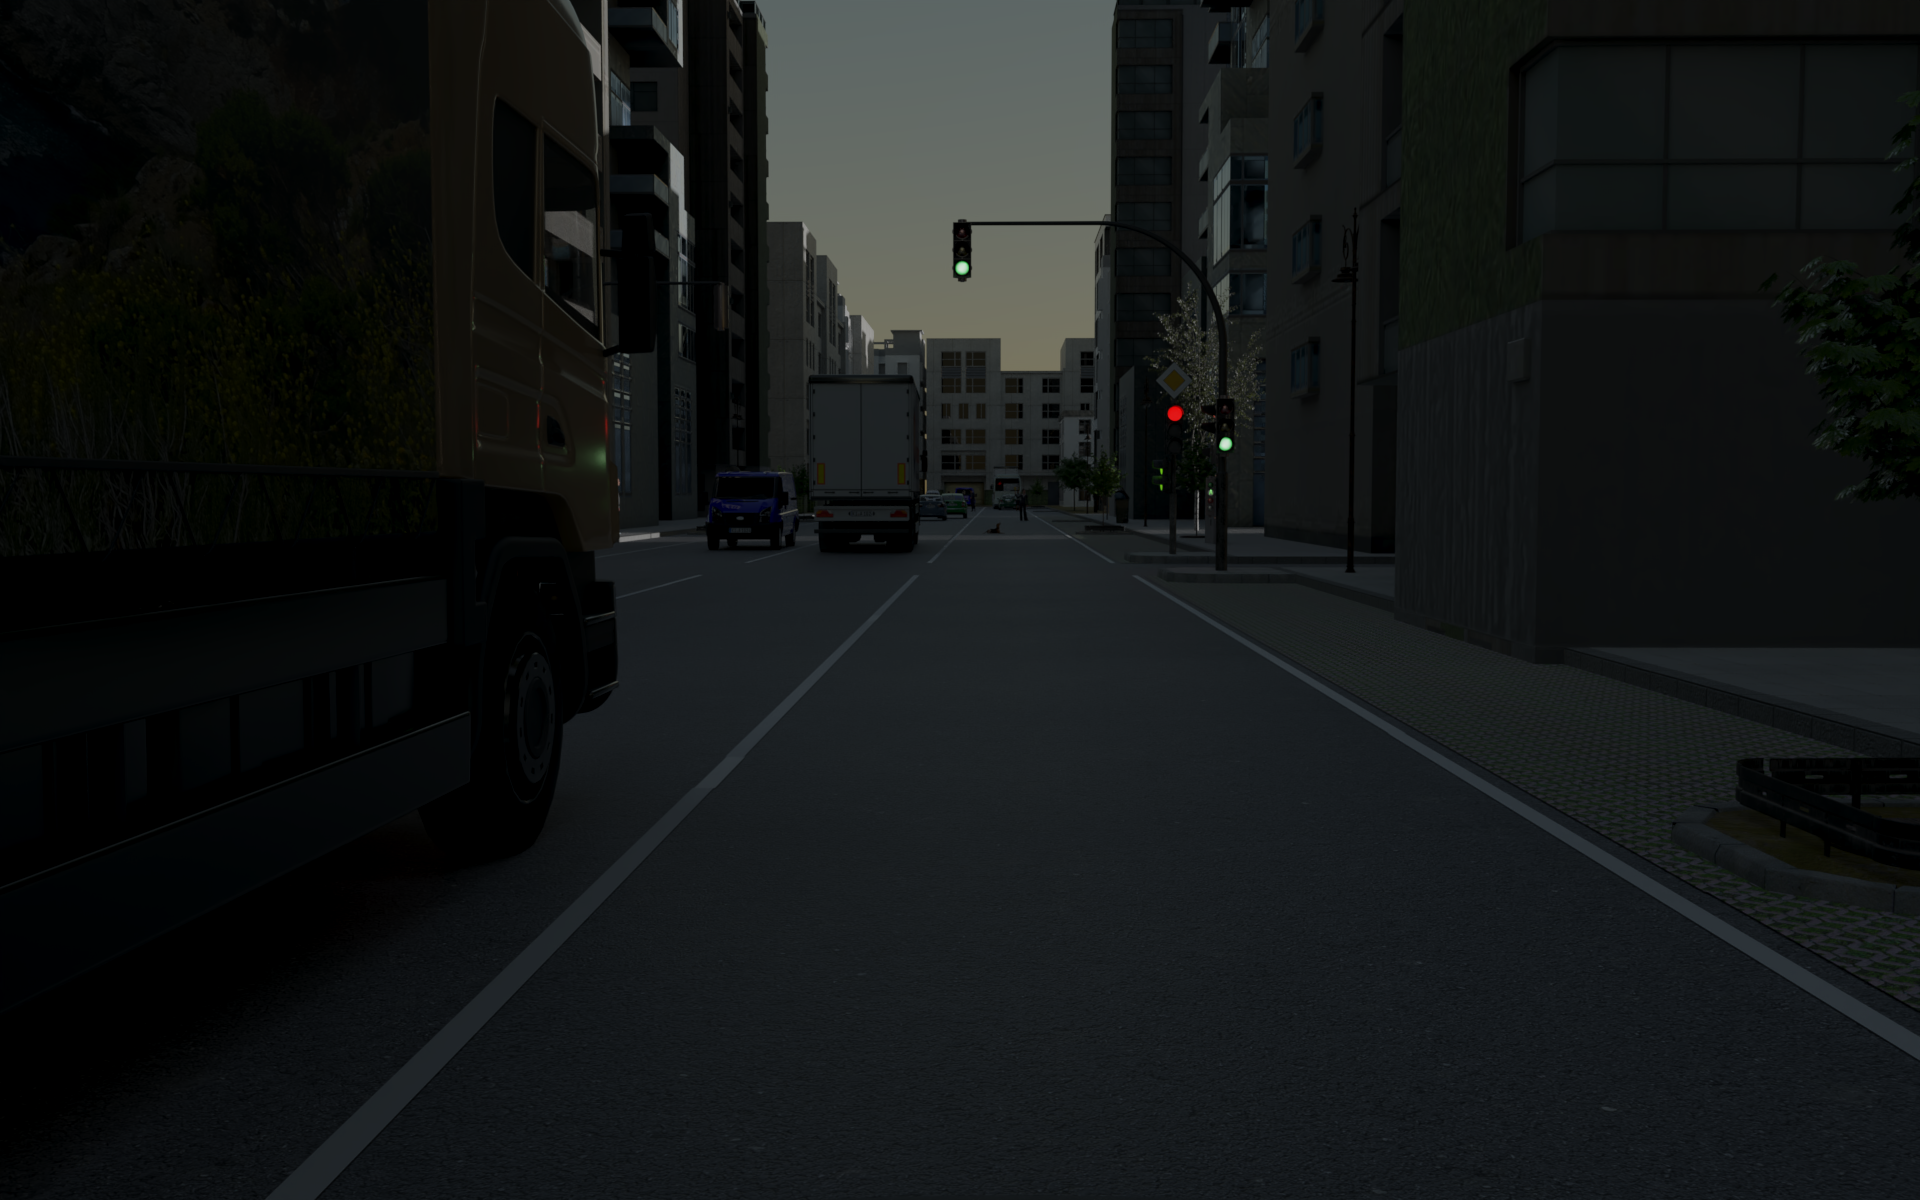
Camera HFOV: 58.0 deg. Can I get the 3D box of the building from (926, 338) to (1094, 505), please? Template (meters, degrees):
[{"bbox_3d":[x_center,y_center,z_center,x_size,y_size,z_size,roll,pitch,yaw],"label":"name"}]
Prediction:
[{"bbox_3d":[12.113,-20.682,204.610,31.486,18.905,16.747,0,4,1],"label":"building"}]

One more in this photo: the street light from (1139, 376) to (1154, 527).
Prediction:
[{"bbox_3d":[7.285,-5.814,67.839,0.468,5.910,1.993,0,4,1],"label":"street light"}]

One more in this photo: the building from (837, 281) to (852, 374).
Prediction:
[{"bbox_3d":[-17.943,-18.649,161.323,16.016,20.091,11.380,0,4,1],"label":"building"}]

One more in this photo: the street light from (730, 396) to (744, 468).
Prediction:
[{"bbox_3d":[-10.487,-6.666,81.780,0.468,5.910,1.993,0,4,1],"label":"street light"}]

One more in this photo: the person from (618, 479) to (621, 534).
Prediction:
[{"bbox_3d":[-11.000,-3.008,55.346,0.434,1.807,0.598,1,4,10],"label":"person"}]

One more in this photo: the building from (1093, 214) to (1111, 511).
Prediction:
[{"bbox_3d":[24.863,-18.268,142.661,27.936,21.610,32.646,0,4,1],"label":"building"}]

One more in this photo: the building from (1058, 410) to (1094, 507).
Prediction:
[{"bbox_3d":[14.873,-14.153,173.556,9.099,9.664,28.070,0,4,1],"label":"building"}]

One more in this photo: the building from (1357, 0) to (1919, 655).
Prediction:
[{"bbox_3d":[11.972,-20.569,19.897,14.154,41.232,14.086,0,4,1],"label":"building"}]

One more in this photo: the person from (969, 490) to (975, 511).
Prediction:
[{"bbox_3d":[0.996,-8.184,142.750,0.683,1.767,0.568,3,4,36],"label":"person"}]

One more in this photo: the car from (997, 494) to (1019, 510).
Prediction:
[{"bbox_3d":[4.329,-8.723,154.411,2.131,1.459,4.920,0,4,1],"label":"car"}]

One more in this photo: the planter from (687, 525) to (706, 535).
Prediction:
[{"bbox_3d":[-8.606,-2.498,61.984,1.991,0.319,1.994,0,4,1],"label":"planter"}]

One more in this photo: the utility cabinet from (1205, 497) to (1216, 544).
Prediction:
[{"bbox_3d":[6.592,-2.062,44.882,0.306,1.237,1.020,0,4,-5],"label":"utility cabinet"}]

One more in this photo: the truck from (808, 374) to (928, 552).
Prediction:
[{"bbox_3d":[-2.344,-3.505,46.216,2.839,4.237,11.283,0,4,0],"label":"truck"}]

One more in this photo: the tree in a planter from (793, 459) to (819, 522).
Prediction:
[{"bbox_3d":[-8.016,-5.603,88.832,1.991,3.239,1.994,0,4,1],"label":"tree in a planter"}]

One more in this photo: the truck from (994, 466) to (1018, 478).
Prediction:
[{"bbox_3d":[4.801,-11.725,180.617,2.839,4.237,11.283,0,4,2],"label":"truck"}]

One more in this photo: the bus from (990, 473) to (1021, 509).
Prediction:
[{"bbox_3d":[4.432,-10.500,166.537,2.948,3.499,13.247,0,4,0],"label":"bus"}]

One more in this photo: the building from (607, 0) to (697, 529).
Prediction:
[{"bbox_3d":[-23.253,-46.490,72.789,22.319,86.520,31.000,0,4,1],"label":"building"}]

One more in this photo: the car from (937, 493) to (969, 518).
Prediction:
[{"bbox_3d":[-0.454,-5.772,103.168,1.959,1.807,4.718,0,3,0],"label":"car"}]

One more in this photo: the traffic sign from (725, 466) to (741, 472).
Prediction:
[{"bbox_3d":[-10.266,-4.776,78.198,0.768,2.556,0.104,0,4,6],"label":"traffic sign"}]

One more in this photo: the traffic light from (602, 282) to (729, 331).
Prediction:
[{"bbox_3d":[-7.354,-3.825,37.206,4.771,5.953,1.251,0,4,1],"label":"traffic light"}]

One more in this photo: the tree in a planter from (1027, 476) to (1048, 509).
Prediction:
[{"bbox_3d":[7.428,-10.333,166.158,1.991,3.239,1.994,0,4,1],"label":"tree in a planter"}]

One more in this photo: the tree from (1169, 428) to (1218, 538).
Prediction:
[{"bbox_3d":[6.823,-3.438,50.812,1.663,3.219,1.824,0,3,0],"label":"tree"}]

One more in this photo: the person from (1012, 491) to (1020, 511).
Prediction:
[{"bbox_3d":[4.897,-8.306,145.083,1.217,1.735,0.721,-2,4,-24],"label":"person"}]

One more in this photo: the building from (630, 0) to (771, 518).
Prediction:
[{"bbox_3d":[-18.576,-19.891,96.913,14.160,30.474,14.107,0,4,1],"label":"building"}]

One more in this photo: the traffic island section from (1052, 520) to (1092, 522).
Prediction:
[{"bbox_3d":[5.717,-4.038,88.887,1.991,0.108,1.994,0,4,1],"label":"traffic island section"}]

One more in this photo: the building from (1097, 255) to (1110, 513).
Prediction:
[{"bbox_3d":[17.728,-16.174,120.862,16.016,20.091,11.380,0,4,1],"label":"building"}]

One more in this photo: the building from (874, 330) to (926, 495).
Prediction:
[{"bbox_3d":[-9.873,-21.385,206.071,11.380,20.091,16.016,0,4,1],"label":"building"}]

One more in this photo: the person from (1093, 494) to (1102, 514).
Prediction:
[{"bbox_3d":[8.995,-6.628,114.043,0.705,1.869,1.348,-1,4,-19],"label":"person"}]

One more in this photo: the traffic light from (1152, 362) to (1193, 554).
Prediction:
[{"bbox_3d":[4.531,-2.936,36.924,0.839,4.253,0.868,0,4,1],"label":"traffic light"}]

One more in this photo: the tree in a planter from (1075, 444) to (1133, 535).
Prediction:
[{"bbox_3d":[5.108,-3.938,61.601,1.991,3.239,1.994,0,4,1],"label":"tree in a planter"}]

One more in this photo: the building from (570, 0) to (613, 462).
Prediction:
[{"bbox_3d":[-22.756,-25.931,47.679,21.300,48.544,21.600,0,4,1],"label":"building"}]

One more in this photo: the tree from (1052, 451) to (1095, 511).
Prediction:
[{"bbox_3d":[8.636,-9.018,131.159,4.285,4.588,4.351,0,3,0],"label":"tree"}]

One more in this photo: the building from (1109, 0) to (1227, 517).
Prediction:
[{"bbox_3d":[15.917,-20.318,103.902,14.160,30.474,14.107,0,4,1],"label":"building"}]

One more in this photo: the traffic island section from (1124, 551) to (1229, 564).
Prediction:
[{"bbox_3d":[4.571,-0.903,37.037,2.009,0.180,2.903,0,4,1],"label":"traffic island section"}]

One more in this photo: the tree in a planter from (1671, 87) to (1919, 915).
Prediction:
[{"bbox_3d":[3.895,-0.573,6.584,1.991,3.239,1.994,0,4,1],"label":"tree in a planter"}]

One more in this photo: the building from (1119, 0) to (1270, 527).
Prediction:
[{"bbox_3d":[19.756,-46.883,79.216,22.319,86.520,31.000,0,4,1],"label":"building"}]

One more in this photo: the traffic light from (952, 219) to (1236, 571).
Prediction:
[{"bbox_3d":[2.261,-3.314,28.846,4.771,5.953,1.251,0,4,1],"label":"traffic light"}]

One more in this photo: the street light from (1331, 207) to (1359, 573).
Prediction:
[{"bbox_3d":[6.370,-3.382,28.090,0.468,5.910,1.993,0,4,1],"label":"street light"}]

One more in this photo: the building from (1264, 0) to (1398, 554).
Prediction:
[{"bbox_3d":[19.577,-25.841,46.202,21.600,48.544,21.300,0,4,1],"label":"building"}]

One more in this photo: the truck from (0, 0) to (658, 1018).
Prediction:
[{"bbox_3d":[-3.043,-0.893,3.516,2.839,4.237,11.283,0,4,3],"label":"truck"}]

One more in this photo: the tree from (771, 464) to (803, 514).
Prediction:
[{"bbox_3d":[-10.716,-7.102,110.727,1.663,3.219,1.824,0,3,0],"label":"tree"}]

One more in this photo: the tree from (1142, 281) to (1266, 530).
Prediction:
[{"bbox_3d":[8.571,-6.754,60.787,4.360,8.622,3.978,0,3,0],"label":"tree"}]

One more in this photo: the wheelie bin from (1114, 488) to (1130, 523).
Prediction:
[{"bbox_3d":[7.103,-4.162,75.965,0.693,1.594,0.980,0,4,5],"label":"wheelie bin"}]

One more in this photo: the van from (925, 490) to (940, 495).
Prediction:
[{"bbox_3d":[-2.769,-10.284,175.155,2.013,2.044,4.112,0,4,-1],"label":"van"}]

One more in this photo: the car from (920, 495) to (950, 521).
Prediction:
[{"bbox_3d":[-1.582,-5.045,94.495,2.014,1.417,4.499,0,4,0],"label":"car"}]

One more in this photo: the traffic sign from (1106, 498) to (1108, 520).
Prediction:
[{"bbox_3d":[7.342,-5.272,86.296,0.768,2.556,0.104,0,4,6],"label":"traffic sign"}]

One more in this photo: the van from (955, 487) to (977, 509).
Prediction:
[{"bbox_3d":[0.498,-10.112,169.713,2.240,2.365,5.245,0,4,2],"label":"van"}]

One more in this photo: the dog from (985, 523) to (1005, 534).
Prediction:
[{"bbox_3d":[1.229,-2.611,62.883,0.550,0.427,0.748,-3,5,-44],"label":"dog"}]

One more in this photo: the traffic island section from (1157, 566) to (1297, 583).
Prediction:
[{"bbox_3d":[4.394,-0.414,29.054,2.009,0.180,2.903,0,4,1],"label":"traffic island section"}]

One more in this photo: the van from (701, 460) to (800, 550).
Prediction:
[{"bbox_3d":[-5.500,-2.551,46.093,2.240,2.365,5.245,0,4,1],"label":"van"}]

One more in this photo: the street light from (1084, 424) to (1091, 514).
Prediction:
[{"bbox_3d":[8.225,-8.494,111.657,0.468,5.910,1.993,0,4,1],"label":"street light"}]

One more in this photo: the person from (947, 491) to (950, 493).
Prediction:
[{"bbox_3d":[-1.015,-10.136,175.041,0.721,1.723,1.217,0,4,-1],"label":"person"}]

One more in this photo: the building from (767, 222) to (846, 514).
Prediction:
[{"bbox_3d":[-18.202,-16.030,128.556,16.747,18.905,31.486,0,4,1],"label":"building"}]

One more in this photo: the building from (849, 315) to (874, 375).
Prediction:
[{"bbox_3d":[-25.245,-19.164,179.796,31.486,18.905,16.747,0,4,1],"label":"building"}]

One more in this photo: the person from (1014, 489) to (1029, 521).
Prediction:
[{"bbox_3d":[3.291,-5.108,92.814,0.742,1.727,0.445,-2,4,-24],"label":"person"}]
